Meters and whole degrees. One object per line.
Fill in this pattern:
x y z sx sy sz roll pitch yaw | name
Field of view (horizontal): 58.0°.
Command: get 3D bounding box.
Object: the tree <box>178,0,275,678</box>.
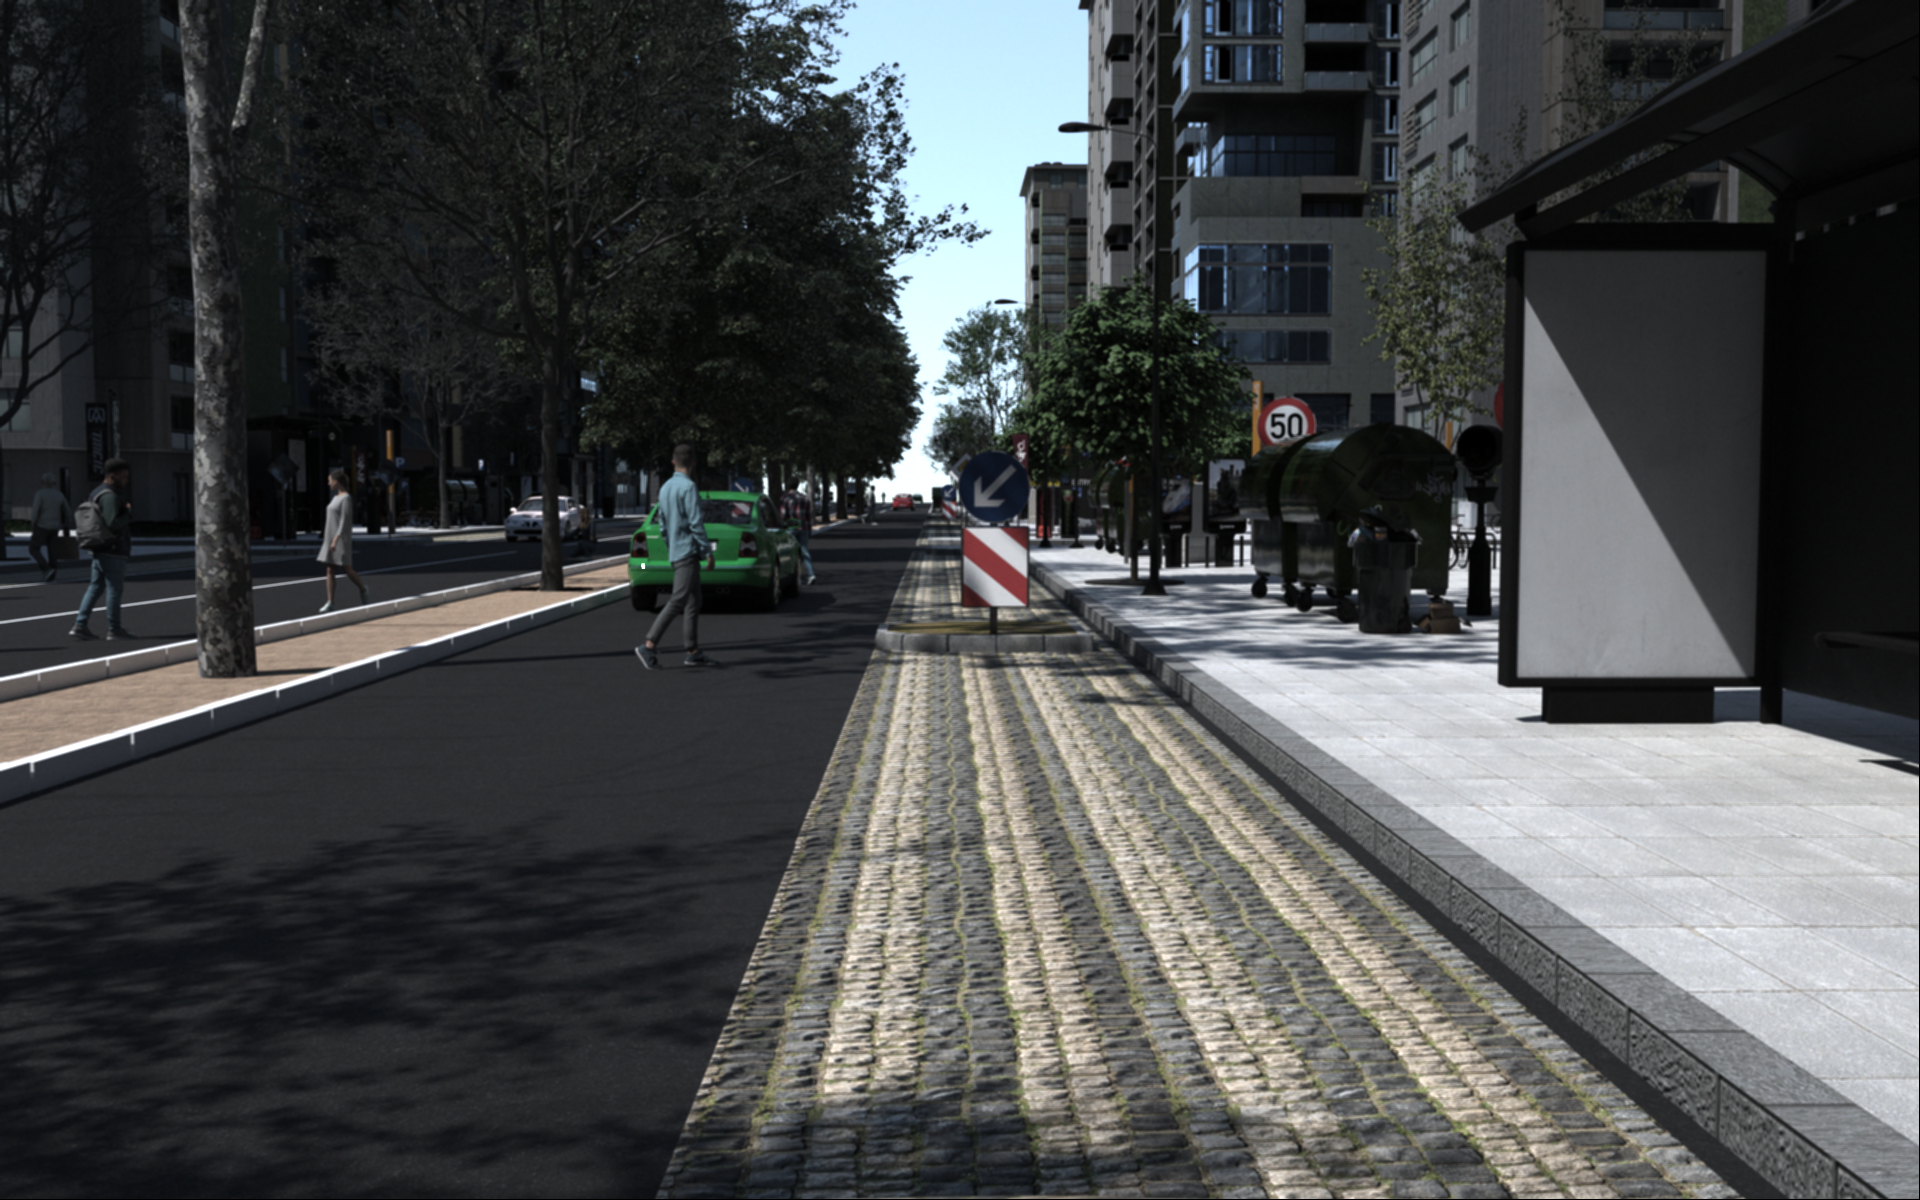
-4.512 -9.405 12.119 12.611 20.169 13.585 0 3 0 | tree

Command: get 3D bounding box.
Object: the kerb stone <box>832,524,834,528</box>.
-5.365 -2.978 70.890 0.120 0.150 1.000 0 4 -1 | kerb stone

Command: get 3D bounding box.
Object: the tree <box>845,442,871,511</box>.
-6.860 -9.241 103.907 4.360 8.622 3.978 0 3 0 | tree

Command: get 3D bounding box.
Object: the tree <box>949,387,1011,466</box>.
1.875 -10.215 117.378 4.360 8.622 3.978 0 3 0 | tree

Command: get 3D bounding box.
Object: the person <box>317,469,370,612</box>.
-7.585 -0.733 21.235 0.466 1.731 0.760 1 4 18 | person

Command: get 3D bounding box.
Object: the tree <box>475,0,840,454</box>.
-5.952 -7.859 37.615 9.857 13.997 8.962 0 3 0 | tree

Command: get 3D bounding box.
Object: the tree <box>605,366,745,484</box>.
-19.413 -12.278 117.747 9.611 12.733 9.660 0 3 0 | tree

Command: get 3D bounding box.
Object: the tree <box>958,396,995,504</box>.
0.137 -18.756 217.035 12.009 13.543 11.850 0 3 0 | tree

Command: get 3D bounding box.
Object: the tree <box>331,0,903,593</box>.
-6.063 -6.881 25.325 12.009 13.543 11.850 0 3 0 | tree

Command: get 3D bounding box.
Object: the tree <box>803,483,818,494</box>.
-21.554 -15.283 244.479 1.663 3.219 1.824 0 3 0 | tree

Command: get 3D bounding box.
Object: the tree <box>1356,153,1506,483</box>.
10.398 -5.335 37.597 4.737 8.622 4.395 0 3 0 | tree

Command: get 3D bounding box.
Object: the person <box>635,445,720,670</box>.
-2.354 -0.365 14.337 0.748 1.841 0.638 -1 4 -22 | person

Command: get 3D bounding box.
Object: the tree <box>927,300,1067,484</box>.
2.219 -10.142 91.581 9.928 11.665 9.643 0 3 0 | tree

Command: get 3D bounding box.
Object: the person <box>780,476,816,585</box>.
-2.585 -1.105 27.402 0.563 1.720 0.643 -2 4 -30 | person

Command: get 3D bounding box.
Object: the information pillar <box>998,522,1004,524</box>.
1.681 -4.281 74.489 0.304 2.012 0.304 -3 4 -36 | information pillar

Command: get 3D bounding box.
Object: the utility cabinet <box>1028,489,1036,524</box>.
3.436 -3.981 73.761 1.173 1.500 0.318 3 5 41 | utility cabinet

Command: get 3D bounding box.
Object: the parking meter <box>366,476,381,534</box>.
-18.736 -3.036 55.352 0.399 1.863 0.255 1 4 23 | parking meter

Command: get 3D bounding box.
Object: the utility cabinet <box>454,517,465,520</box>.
-24.736 -4.544 85.454 0.306 1.237 1.020 -3 5 -44 | utility cabinet

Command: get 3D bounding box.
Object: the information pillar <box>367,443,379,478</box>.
-26.710 -5.348 78.787 0.504 3.616 0.183 -2 4 -25 | information pillar

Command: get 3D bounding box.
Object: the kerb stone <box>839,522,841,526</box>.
-5.437 -3.291 76.006 0.120 0.150 1.000 0 4 -1 | kerb stone

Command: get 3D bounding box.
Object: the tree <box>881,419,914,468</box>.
-7.127 -11.213 120.198 8.767 10.594 7.601 0 4 -1 | tree

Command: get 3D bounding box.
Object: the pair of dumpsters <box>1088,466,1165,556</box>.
3.764 -2.160 37.808 1.574 2.255 4.437 0 4 -1 | pair of dumpsters

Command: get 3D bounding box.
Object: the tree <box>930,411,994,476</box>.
1.131 -15.573 189.032 7.601 10.594 8.767 3 5 42 | tree

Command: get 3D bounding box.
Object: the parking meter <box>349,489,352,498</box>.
-26.516 -4.110 75.615 0.372 1.533 0.369 0 3 0 | parking meter

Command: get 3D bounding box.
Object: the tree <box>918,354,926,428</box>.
-6.568 -11.431 96.003 9.857 13.997 8.962 0 3 0 | tree

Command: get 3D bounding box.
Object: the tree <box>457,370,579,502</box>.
-19.666 -7.847 78.662 4.360 8.622 3.978 0 3 0 | tree

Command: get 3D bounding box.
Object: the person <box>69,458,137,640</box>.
-8.346 -0.498 16.983 0.623 1.781 0.721 2 4 34 | person

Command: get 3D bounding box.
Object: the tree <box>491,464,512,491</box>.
-29.270 -7.065 110.118 1.663 3.219 1.824 0 3 0 | tree

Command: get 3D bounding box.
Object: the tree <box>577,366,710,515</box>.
-19.061 -10.437 105.063 8.767 10.594 7.601 -1 4 -8 | tree

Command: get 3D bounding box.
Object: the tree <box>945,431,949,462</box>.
0.904 -12.551 155.578 4.360 8.622 3.978 0 3 0 | tree

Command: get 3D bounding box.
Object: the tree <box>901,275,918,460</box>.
-6.007 -9.006 56.354 9.857 13.997 8.962 0 3 0 | tree

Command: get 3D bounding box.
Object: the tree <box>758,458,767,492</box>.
-20.618 -13.443 170.149 4.737 8.622 4.395 0 3 0 | tree

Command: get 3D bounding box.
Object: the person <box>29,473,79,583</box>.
-14.725 -1.174 28.174 0.515 1.767 0.782 2 4 24 | person

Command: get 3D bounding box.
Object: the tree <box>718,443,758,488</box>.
-21.144 -12.428 153.567 4.737 8.622 4.395 0 3 0 | tree

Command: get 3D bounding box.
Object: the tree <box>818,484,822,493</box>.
-22.573 -16.998 272.519 1.663 3.219 1.824 0 3 0 | tree

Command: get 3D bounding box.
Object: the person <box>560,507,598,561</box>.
-8.063 -1.416 37.148 0.738 1.151 1.012 -3 5 -44 | person

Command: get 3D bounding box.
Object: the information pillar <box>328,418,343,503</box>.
-19.275 -3.801 53.495 0.504 3.616 0.183 1 4 21 | information pillar

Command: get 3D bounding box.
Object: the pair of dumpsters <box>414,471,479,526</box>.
-21.038 -4.190 70.999 1.574 2.255 4.437 0 4 -1 | pair of dumpsters

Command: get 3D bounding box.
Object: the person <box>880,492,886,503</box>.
-12.145 -16.271 274.552 1.348 1.821 0.705 3 5 42 | person

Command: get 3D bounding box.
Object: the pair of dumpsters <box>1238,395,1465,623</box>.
4.232 -1.021 19.183 1.574 2.255 4.437 0 4 -1 | pair of dumpsters

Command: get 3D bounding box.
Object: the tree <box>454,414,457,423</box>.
-28.513 -9.452 104.903 4.360 8.622 3.978 0 3 0 | tree

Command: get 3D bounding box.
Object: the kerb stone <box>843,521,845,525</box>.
-5.475 -3.480 79.092 0.120 0.150 1.000 0 4 -1 | kerb stone

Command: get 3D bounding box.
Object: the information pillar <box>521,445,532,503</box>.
-20.599 -5.557 82.219 0.504 3.616 0.183 -2 4 -25 | information pillar

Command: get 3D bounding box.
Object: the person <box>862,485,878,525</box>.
-4.208 -4.437 80.884 0.795 1.843 0.661 0 4 3 | person

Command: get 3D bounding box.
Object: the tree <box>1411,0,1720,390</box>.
9.049 -4.585 25.323 4.360 8.622 3.978 0 3 0 | tree

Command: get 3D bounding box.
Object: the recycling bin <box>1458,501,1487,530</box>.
18.235 -3.002 61.644 0.722 1.027 0.722 -1 4 -20 | recycling bin

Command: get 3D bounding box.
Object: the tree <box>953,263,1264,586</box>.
2.541 -2.504 24.655 4.285 4.588 4.351 0 3 0 | tree

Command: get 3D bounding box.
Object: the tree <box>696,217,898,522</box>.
-6.408 -8.842 65.147 7.486 12.596 7.792 0 3 0 | tree

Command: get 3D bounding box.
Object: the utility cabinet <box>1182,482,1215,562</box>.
4.442 -1.453 32.443 0.318 1.500 1.173 3 5 40 | utility cabinet

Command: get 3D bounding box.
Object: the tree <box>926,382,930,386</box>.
-6.421 -12.345 110.946 9.857 13.997 8.962 0 3 0 | tree

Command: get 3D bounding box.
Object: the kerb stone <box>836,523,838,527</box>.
-5.402 -3.166 73.961 0.120 0.150 1.000 0 4 -1 | kerb stone

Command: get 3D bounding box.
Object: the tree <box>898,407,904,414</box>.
-6.717 -10.196 87.288 7.486 12.596 7.792 0 3 0 | tree
